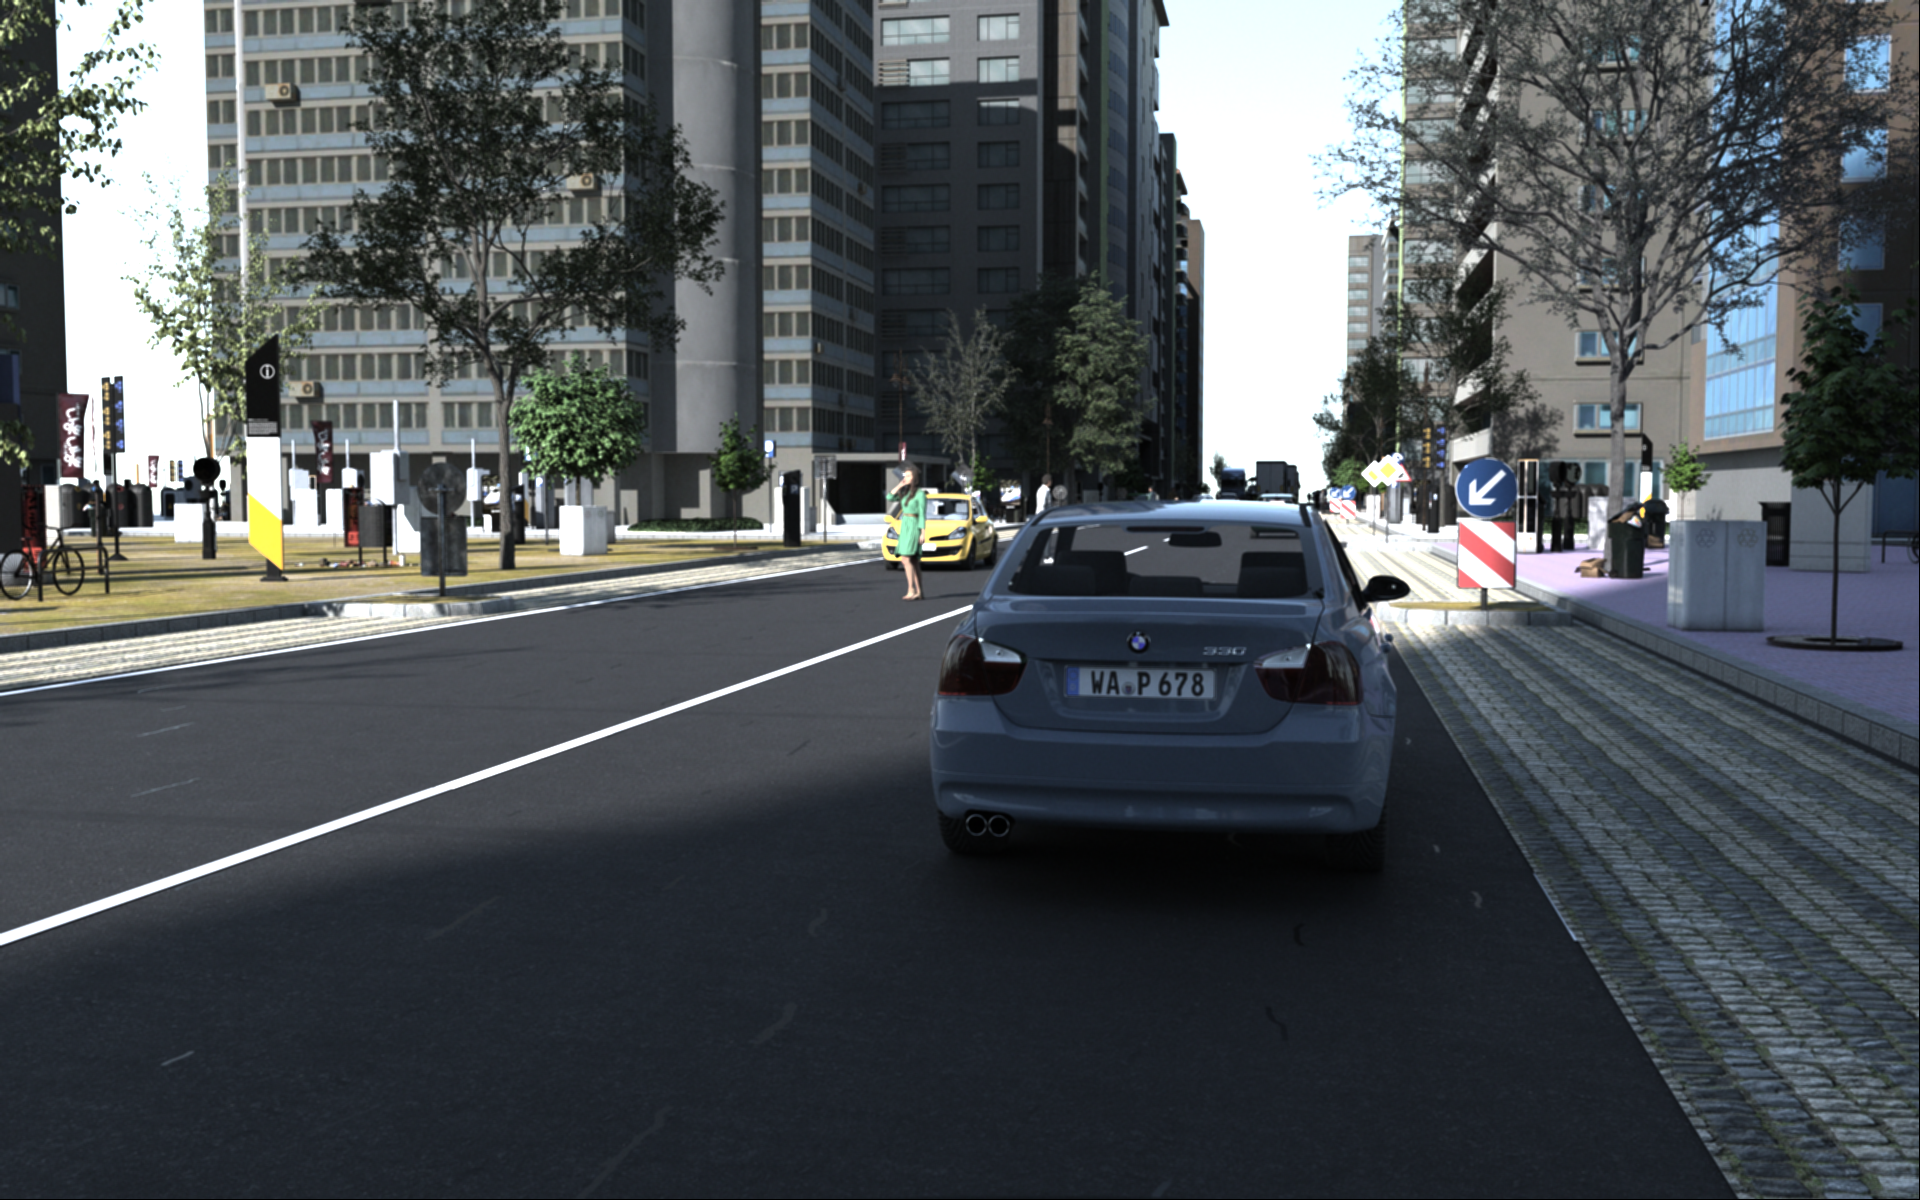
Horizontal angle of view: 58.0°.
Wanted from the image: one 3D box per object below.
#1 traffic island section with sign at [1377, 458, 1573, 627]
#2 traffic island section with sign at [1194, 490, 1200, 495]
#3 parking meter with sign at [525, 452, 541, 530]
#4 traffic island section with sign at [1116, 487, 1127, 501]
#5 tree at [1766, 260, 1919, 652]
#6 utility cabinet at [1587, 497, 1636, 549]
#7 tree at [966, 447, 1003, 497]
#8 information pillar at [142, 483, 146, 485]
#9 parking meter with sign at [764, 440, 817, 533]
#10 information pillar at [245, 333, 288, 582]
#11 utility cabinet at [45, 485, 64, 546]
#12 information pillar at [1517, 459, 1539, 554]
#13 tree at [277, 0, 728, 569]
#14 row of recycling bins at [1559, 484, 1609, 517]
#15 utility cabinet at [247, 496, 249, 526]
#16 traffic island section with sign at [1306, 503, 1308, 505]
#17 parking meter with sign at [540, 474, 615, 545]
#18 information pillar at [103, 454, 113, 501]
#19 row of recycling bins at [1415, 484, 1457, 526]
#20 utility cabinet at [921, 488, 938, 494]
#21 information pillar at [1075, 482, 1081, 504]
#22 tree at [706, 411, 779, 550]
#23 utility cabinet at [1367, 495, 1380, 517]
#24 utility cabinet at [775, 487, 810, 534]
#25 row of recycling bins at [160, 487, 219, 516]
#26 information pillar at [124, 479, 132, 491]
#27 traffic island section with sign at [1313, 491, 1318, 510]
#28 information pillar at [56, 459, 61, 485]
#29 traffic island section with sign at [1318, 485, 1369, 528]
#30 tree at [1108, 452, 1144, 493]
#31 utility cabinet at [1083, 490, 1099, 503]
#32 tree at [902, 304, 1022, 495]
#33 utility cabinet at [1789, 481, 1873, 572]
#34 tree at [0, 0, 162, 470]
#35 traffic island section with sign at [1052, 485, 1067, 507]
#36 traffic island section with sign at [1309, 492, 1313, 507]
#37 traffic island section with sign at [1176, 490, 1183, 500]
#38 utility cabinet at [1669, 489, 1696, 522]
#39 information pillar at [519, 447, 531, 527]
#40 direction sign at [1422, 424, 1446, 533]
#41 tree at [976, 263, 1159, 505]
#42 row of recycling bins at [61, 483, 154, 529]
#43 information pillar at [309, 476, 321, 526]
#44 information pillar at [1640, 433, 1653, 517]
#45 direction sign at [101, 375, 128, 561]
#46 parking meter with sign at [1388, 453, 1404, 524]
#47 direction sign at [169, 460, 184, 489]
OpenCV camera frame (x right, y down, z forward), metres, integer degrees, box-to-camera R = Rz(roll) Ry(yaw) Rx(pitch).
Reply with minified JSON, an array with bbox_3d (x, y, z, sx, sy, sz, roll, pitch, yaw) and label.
[{"bbox_3d":[5.796,-0.678,19.709,1.989,1.847,2.006,1,4,11],"label":"traffic island section with sign"},{"bbox_3d":[24.571,-10.432,179.185,1.989,1.847,2.006,1,4,11],"label":"traffic island section with sign"},{"bbox_3d":[-15.073,-4.082,63.001,0.543,3.016,1.738,1,4,20],"label":"parking meter with sign"},{"bbox_3d":[9.685,-5.801,103.473,1.989,1.847,2.006,1,4,11],"label":"traffic island section with sign"},{"bbox_3d":[7.273,-1.212,14.422,1.663,3.219,1.824,0,3,0],"label":"tree"},{"bbox_3d":[15.136,-1.778,40.236,1.020,1.237,0.306,2,4,24],"label":"utility cabinet"},{"bbox_3d":[0.659,-4.625,70.221,1.663,3.219,1.824,0,3,0],"label":"tree"},{"bbox_3d":[-54.869,-6.845,116.399,0.304,2.012,0.304,-2,4,-28],"label":"information pillar"},{"bbox_3d":[-5.537,-3.711,56.933,1.738,3.016,0.543,-3,5,-39],"label":"parking meter with sign"},{"bbox_3d":[-10.169,-2.080,25.359,0.504,3.616,0.183,0,4,-1],"label":"information pillar"},{"bbox_3d":[-22.579,-2.055,42.276,1.173,1.500,0.318,-1,4,-14],"label":"utility cabinet"},{"bbox_3d":[12.093,-1.983,36.908,0.304,2.012,0.304,-1,4,-15],"label":"information pillar"},{"bbox_3d":[-7.665,-5.832,29.766,8.767,10.594,7.601,1,4,15],"label":"tree"},{"bbox_3d":[25.005,-3.801,69.260,1.069,1.692,3.534,3,5,44],"label":"row of recycling bins"},{"bbox_3d":[-28.755,-3.649,70.827,0.306,1.237,1.020,0,4,5],"label":"utility cabinet"},{"bbox_3d":[36.649,-10.286,176.810,1.989,1.847,2.006,1,4,11],"label":"traffic island section with sign"},{"bbox_3d":[-9.650,-2.914,43.898,1.738,3.016,0.543,-1,4,-22],"label":"parking meter with sign"},{"bbox_3d":[-37.505,-5.194,76.273,0.183,3.616,0.504,1,4,15],"label":"information pillar"},{"bbox_3d":[19.727,-3.964,71.925,1.069,1.692,3.534,0,4,-1],"label":"row of recycling bins"},{"bbox_3d":[-1.439,-3.494,65.807,1.173,1.500,0.318,0,4,-3],"label":"utility cabinet"},{"bbox_3d":[6.999,-5.999,102.579,0.304,2.012,0.304,-1,4,-15],"label":"information pillar"},{"bbox_3d":[-5.215,-2.775,39.976,1.663,3.219,1.824,0,3,0],"label":"tree"},{"bbox_3d":[23.342,-5.271,97.341,0.306,1.237,1.020,-3,4,-36],"label":"utility cabinet"},{"bbox_3d":[-5.313,-2.819,54.770,1.173,1.500,0.318,2,4,34],"label":"utility cabinet"},{"bbox_3d":[-45.267,-5.786,101.706,1.069,1.692,3.534,2,4,32],"label":"row of recycling bins"},{"bbox_3d":[-40.007,-4.822,83.324,0.304,2.012,0.304,-1,4,-10],"label":"information pillar"},{"bbox_3d":[21.730,-5.638,100.816,1.989,1.847,2.006,1,4,11],"label":"traffic island section with sign"},{"bbox_3d":[-51.123,-6.534,98.184,0.183,3.616,0.504,-1,4,-8],"label":"information pillar"},{"bbox_3d":[16.528,-4.021,74.366,1.989,1.847,2.006,1,4,11],"label":"traffic island section with sign"},{"bbox_3d":[11.857,-8.673,125.509,4.285,4.588,4.351,0,3,0],"label":"tree"},{"bbox_3d":[7.881,-5.833,104.053,0.318,1.500,1.173,3,5,44],"label":"utility cabinet"},{"bbox_3d":[0.187,-7.114,66.675,4.360,8.622,3.978,0,3,0],"label":"tree"},{"bbox_3d":[14.374,-1.218,28.587,1.173,1.500,0.318,3,5,45],"label":"utility cabinet"},{"bbox_3d":[-9.825,-4.000,15.762,4.737,8.622,4.395,0,3,0],"label":"tree"},{"bbox_3d":[4.412,-4.158,76.610,1.989,1.847,2.006,1,4,11],"label":"traffic island section with sign"},{"bbox_3d":[31.352,-8.636,149.820,1.989,1.847,2.006,1,4,11],"label":"traffic island section with sign"},{"bbox_3d":[19.284,-8.786,152.281,1.989,1.847,2.006,1,4,11],"label":"traffic island section with sign"},{"bbox_3d":[27.103,-3.441,64.935,1.173,1.500,0.318,-2,4,-32],"label":"utility cabinet"},{"bbox_3d":[-16.824,-4.617,66.835,0.183,3.616,0.504,1,4,20],"label":"information pillar"},{"bbox_3d":[15.415,-3.940,56.415,0.379,3.537,0.876,-3,5,-40],"label":"direction sign"},{"bbox_3d":[5.986,-11.525,95.085,9.857,13.997,8.962,0,3,0],"label":"tree"},{"bbox_3d":[-32.446,-3.581,65.660,1.069,1.692,3.534,3,4,38],"label":"row of recycling bins"},{"bbox_3d":[-25.961,-3.989,69.716,0.304,2.012,0.304,1,4,12],"label":"information pillar"},{"bbox_3d":[26.256,-4.582,66.271,0.183,3.616,0.504,-1,4,-22],"label":"information pillar"},{"bbox_3d":[-16.264,-2.528,33.324,0.876,3.537,0.379,3,5,39],"label":"direction sign"},{"bbox_3d":[18.587,-4.756,74.024,0.543,3.016,1.738,0,4,8],"label":"parking meter with sign"},{"bbox_3d":[-51.697,-7.481,114.316,0.876,3.537,0.379,0,4,-6],"label":"direction sign"}]
